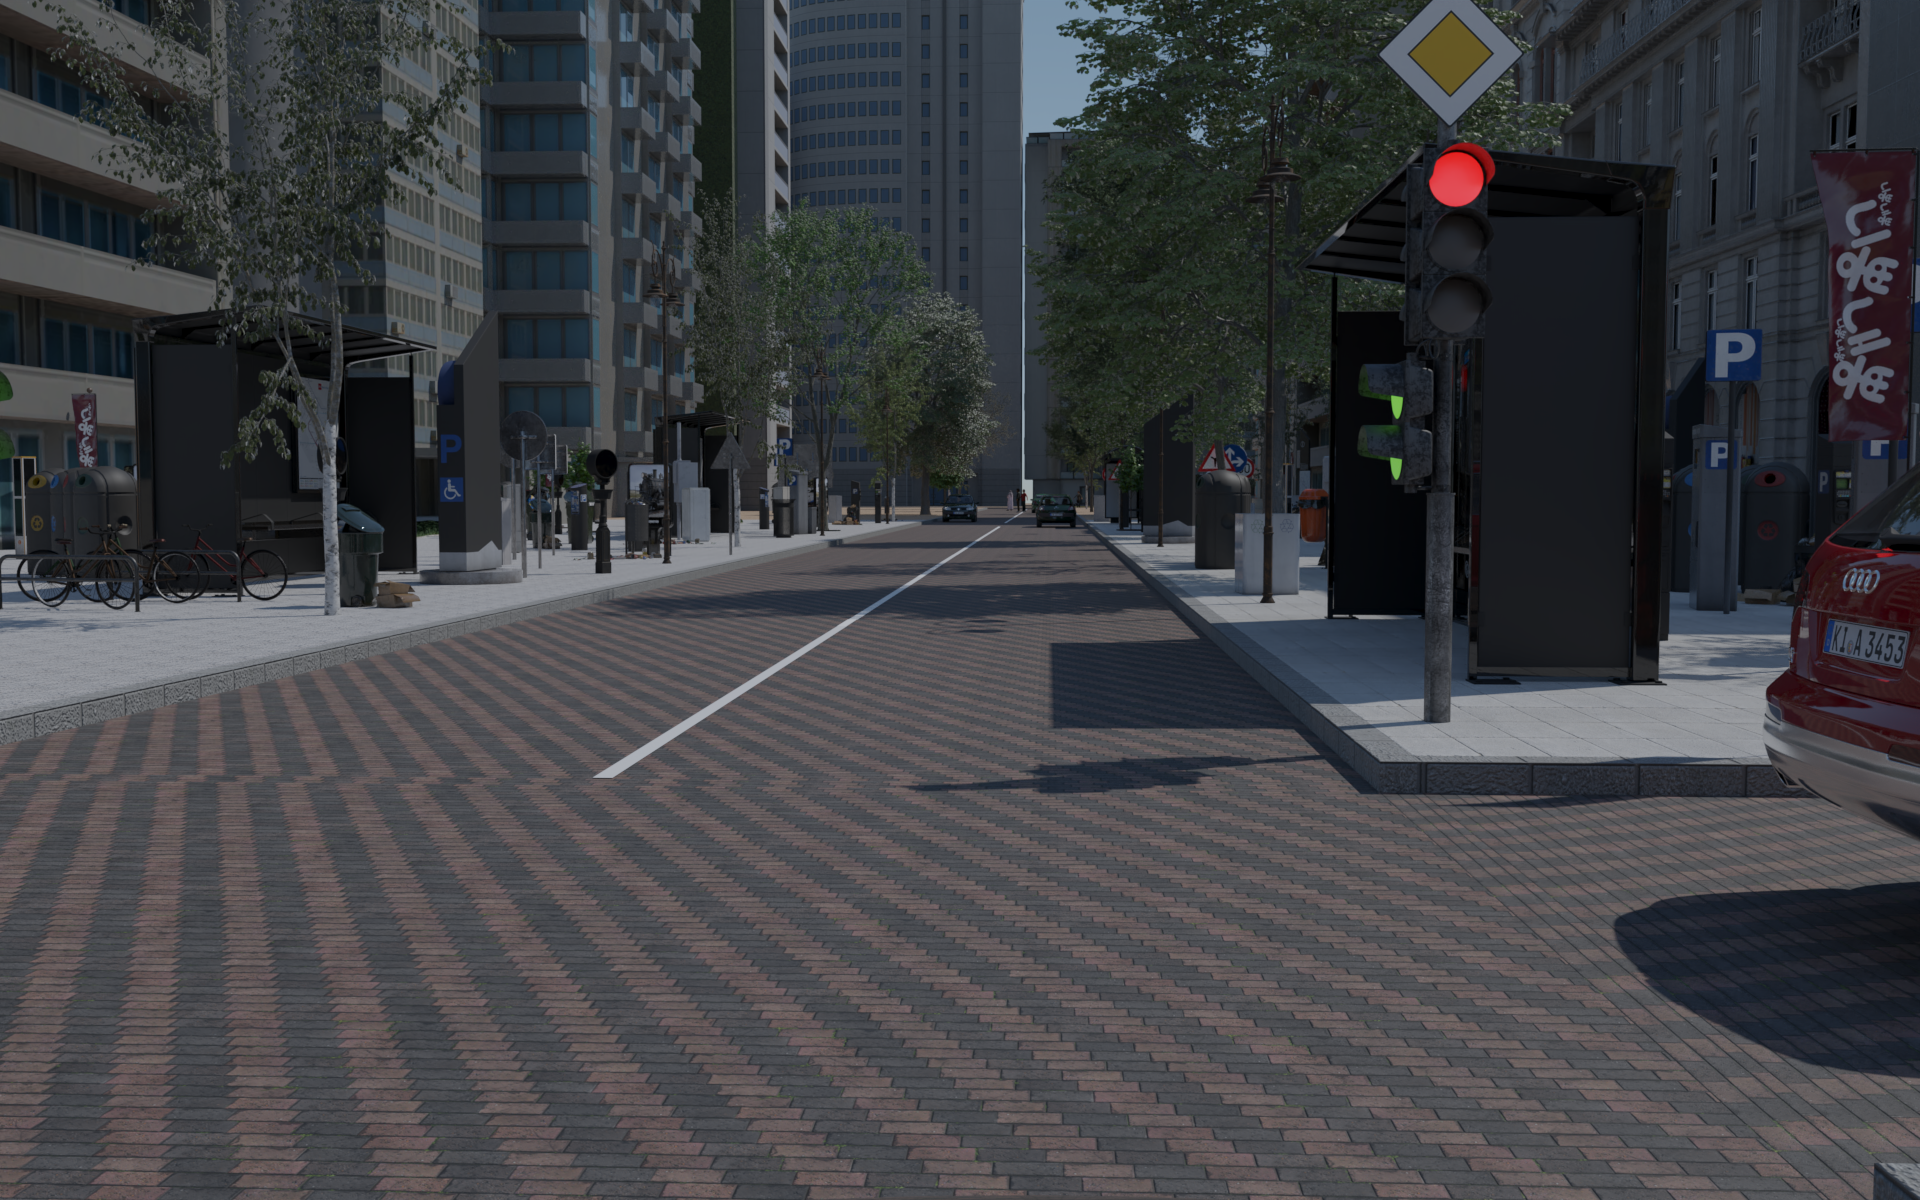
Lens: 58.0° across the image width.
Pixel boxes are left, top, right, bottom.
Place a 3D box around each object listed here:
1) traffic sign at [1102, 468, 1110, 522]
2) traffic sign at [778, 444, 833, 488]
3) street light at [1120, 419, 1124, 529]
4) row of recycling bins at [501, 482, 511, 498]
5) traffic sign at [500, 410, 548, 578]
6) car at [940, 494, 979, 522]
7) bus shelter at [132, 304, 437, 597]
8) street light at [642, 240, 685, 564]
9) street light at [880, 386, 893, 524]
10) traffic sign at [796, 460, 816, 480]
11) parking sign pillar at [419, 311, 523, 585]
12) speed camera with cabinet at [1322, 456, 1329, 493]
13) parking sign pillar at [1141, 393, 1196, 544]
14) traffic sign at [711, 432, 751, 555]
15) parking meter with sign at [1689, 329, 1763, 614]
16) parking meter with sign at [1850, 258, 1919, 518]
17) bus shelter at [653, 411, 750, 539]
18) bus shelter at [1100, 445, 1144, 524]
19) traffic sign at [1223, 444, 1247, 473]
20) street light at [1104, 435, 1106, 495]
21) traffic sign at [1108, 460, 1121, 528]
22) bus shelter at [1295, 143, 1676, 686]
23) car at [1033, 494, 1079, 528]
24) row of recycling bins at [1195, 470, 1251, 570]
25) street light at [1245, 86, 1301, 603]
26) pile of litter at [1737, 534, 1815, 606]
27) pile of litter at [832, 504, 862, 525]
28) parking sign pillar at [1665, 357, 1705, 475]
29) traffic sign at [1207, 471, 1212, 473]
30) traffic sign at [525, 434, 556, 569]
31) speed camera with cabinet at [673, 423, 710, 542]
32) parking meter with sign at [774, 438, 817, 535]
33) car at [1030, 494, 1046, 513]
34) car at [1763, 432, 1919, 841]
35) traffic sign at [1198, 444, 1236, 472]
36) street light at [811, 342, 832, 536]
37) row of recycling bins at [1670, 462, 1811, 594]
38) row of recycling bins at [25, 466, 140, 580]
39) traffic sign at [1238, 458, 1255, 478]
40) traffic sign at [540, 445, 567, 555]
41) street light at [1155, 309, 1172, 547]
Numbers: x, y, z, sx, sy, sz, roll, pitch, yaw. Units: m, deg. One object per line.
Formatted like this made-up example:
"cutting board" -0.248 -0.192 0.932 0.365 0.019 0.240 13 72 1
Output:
"traffic sign" 6.795 -4.776 78.193 0.768 2.556 0.104 0 4 6
"traffic sign" -6.347 -4.712 70.911 2.265 3.308 0.079 0 4 4
"street light" 5.914 -5.528 63.169 0.468 5.910 1.993 0 4 3
"row of recycling bins" -15.903 -3.125 58.203 3.534 1.692 1.069 3 5 44
"traffic sign" -6.667 -1.610 26.428 0.768 2.556 0.104 0 4 7
"car" 0.002 -4.859 89.238 2.009 1.686 4.222 0 4 2
"bus shelter" -9.345 -2.040 24.644 1.731 3.624 6.357 0 4 3
"street light" -5.406 -3.607 31.762 0.468 5.910 1.993 0 4 3
"street light" -3.108 -6.195 74.077 0.468 5.910 1.993 0 4 3
"traffic sign" -5.785 -3.981 65.194 0.768 2.556 0.104 0 4 5
"parking sign pillar" -7.086 -2.234 25.002 1.447 3.967 1.447 0 4 7
"speed camera with cabinet" 9.361 -2.890 41.587 0.660 3.252 2.038 -1 4 -11
"parking sign pillar" 5.457 -3.464 45.101 1.447 3.967 1.447 1 4 17
"traffic sign" -4.827 -2.226 36.392 0.884 2.594 0.081 1 4 13
"parking meter with sign" 8.411 -1.404 19.209 0.543 3.016 1.738 1 4 16
"parking meter with sign" 7.314 -1.066 13.683 0.543 3.016 1.738 2 4 25
"bus shelter" -7.665 -3.709 51.931 1.731 3.624 6.357 0 4 3
"bus shelter" 7.064 -4.906 74.131 2.014 3.302 5.546 0 4 3
"traffic sign" 6.960 -2.707 44.357 0.768 2.556 0.104 0 4 7
"street light" 7.052 -6.822 84.327 0.468 5.910 1.993 0 4 3
"traffic sign" 6.058 -4.016 65.663 0.884 2.594 0.081 1 4 10
"bus shelter" 4.123 -1.432 14.690 1.731 3.624 6.357 0 4 3
"car" 4.184 -4.014 75.422 2.009 1.686 4.222 0 4 3
"row of recycling bins" 4.722 -1.466 31.082 1.069 1.692 3.534 1 4 9
"street light" 3.621 -2.901 20.218 0.468 5.910 1.993 0 4 3
"pile of litter" 9.714 -0.376 20.120 1.176 0.858 1.719 1 4 8
"pile of litter" -4.689 -3.550 72.013 1.176 0.858 1.719 -1 4 -20
"parking sign pillar" 14.062 -2.776 33.862 1.447 3.967 1.447 -3 5 -44
"traffic sign" 10.228 -4.203 69.900 0.795 2.450 0.064 0 4 4
"traffic sign" -7.223 -1.688 29.733 0.606 2.300 0.079 1 4 12
"speed camera with cabinet" -7.354 -3.248 47.442 0.660 3.252 2.038 -1 4 -21
"parking meter with sign" -5.127 -3.586 54.892 0.543 3.016 1.738 2 4 23
"car" 6.336 -7.269 130.654 2.131 1.459 4.920 0 4 4
"car" 5.372 0.206 5.299 5.304 1.827 2.281 0 4 4
"traffic sign" 6.052 -2.499 40.859 0.884 2.594 0.081 0 4 7
"street light" -4.218 -4.901 52.918 0.468 5.910 1.993 0 4 3
"row of recycling bins" 10.065 -0.940 22.487 3.534 1.692 1.069 2 4 29
"row of recycling bins" -13.516 -1.200 26.732 1.069 1.692 3.534 -3 5 -41
"traffic sign" 9.794 -3.652 59.822 0.768 2.556 0.104 0 4 7
"traffic sign" -8.479 -2.077 36.082 0.606 2.300 0.079 0 4 4
"street light" 4.855 -4.220 41.778 0.468 5.910 1.993 0 4 3
